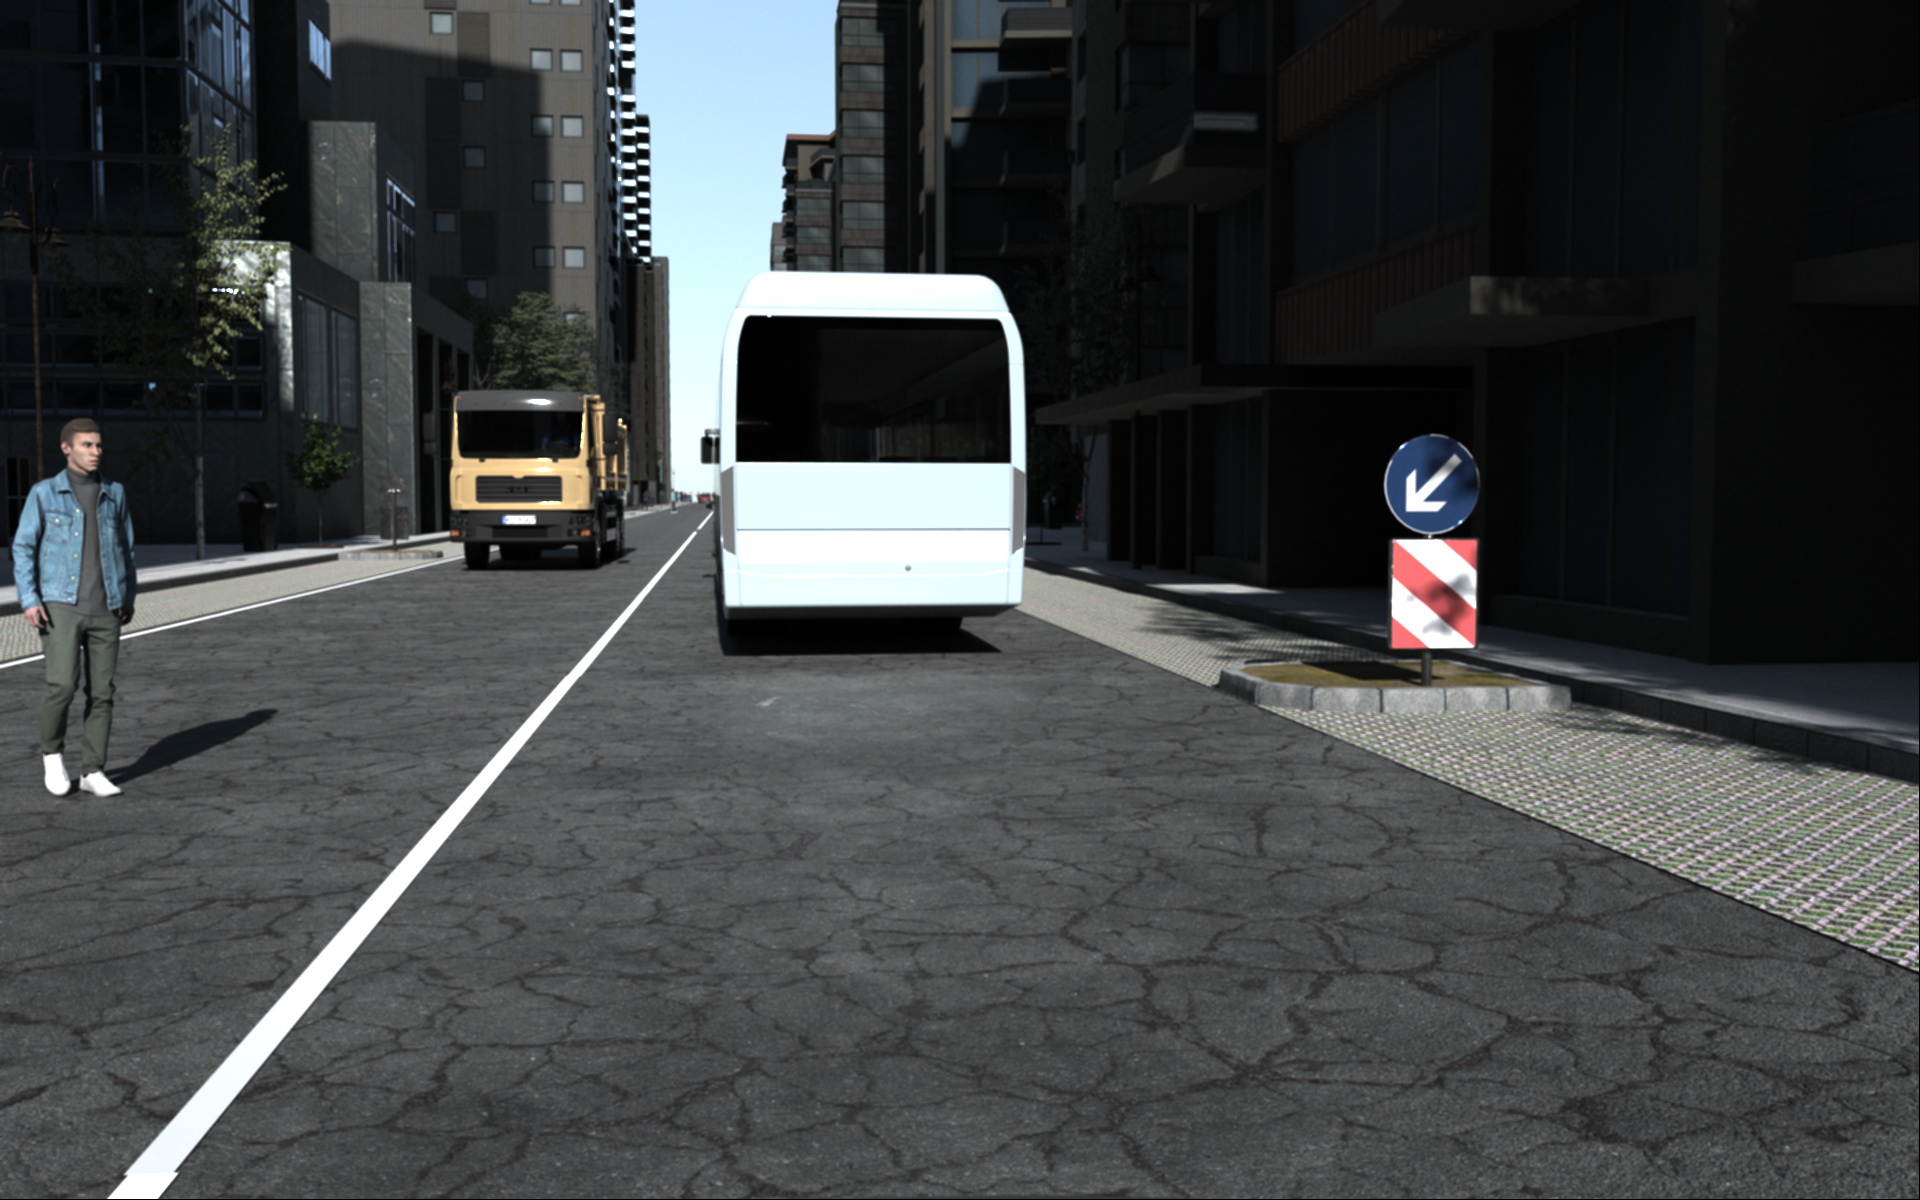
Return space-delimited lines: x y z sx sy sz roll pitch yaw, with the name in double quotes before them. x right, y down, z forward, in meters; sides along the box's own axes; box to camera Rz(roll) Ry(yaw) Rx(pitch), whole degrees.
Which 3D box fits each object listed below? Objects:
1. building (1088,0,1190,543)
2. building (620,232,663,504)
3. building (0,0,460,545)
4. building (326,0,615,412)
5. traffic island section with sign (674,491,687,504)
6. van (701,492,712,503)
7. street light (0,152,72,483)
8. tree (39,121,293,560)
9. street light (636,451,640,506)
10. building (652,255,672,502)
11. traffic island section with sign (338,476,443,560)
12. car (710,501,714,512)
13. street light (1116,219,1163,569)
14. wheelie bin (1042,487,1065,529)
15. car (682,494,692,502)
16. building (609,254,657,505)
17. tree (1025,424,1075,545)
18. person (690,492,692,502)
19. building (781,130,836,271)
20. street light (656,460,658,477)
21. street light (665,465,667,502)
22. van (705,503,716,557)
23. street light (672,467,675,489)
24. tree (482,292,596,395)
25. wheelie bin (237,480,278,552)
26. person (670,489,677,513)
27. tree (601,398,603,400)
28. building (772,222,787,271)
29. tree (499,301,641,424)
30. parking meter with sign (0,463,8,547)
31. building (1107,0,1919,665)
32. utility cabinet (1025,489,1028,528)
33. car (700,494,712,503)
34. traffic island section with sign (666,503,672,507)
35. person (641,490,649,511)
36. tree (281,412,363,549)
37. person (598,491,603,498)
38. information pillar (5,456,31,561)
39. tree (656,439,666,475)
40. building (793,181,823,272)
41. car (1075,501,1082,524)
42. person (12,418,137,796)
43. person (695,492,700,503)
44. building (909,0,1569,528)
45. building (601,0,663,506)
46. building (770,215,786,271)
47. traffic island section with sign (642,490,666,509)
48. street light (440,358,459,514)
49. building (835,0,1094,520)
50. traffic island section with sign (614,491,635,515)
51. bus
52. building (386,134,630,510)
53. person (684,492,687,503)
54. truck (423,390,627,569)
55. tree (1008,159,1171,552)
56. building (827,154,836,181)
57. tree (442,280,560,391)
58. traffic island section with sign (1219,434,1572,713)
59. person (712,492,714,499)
"building" 10.157 -17.067 50.741 14.160 30.474 14.107 0 4 -8
"building" -57.611 -33.399 237.948 32.217 40.220 23.993 0 4 -8
"building" -32.341 -45.117 50.341 31.000 86.520 22.319 0 4 -8
"building" -45.603 -34.661 155.944 28.713 52.752 27.495 0 4 -8
"traffic island section with sign" -41.111 -14.858 251.552 1.989 1.847 2.006 0 4 -8
"van" -41.340 -16.819 282.001 2.013 2.044 4.112 -1 4 -9
"street light" -12.719 -3.125 23.886 0.468 5.910 1.993 0 4 -8
"tree" -15.128 -5.099 33.738 4.737 8.622 4.395 0 3 0
"street light" -33.852 -12.802 182.102 0.468 5.910 1.993 0 4 -8
"building" -55.719 -37.033 289.081 14.154 41.232 14.086 0 4 -8
"traffic island section with sign" -12.566 -1.819 38.372 1.989 1.847 2.006 0 4 -8
"car" -10.562 -4.313 80.110 1.945 1.707 3.694 -1 4 -9
"street light" 3.022 -3.463 29.402 0.468 5.910 1.993 0 4 -8
"wheelie bin" 3.398 -3.371 63.028 0.693 1.594 0.980 -1 4 -18
"car" -46.731 -17.320 295.181 2.014 1.417 4.499 0 4 -8
"building" -44.143 -26.745 208.983 14.160 30.474 14.107 0 4 -8
"tree" 2.183 -3.015 43.900 1.663 3.219 1.824 0 3 0
"person" -46.934 -17.928 301.482 0.599 1.838 0.709 0 4 7
"building" -10.189 -33.928 209.351 22.147 44.769 28.867 0 4 -8
"street light" -40.277 -15.722 229.843 0.468 5.910 1.993 0 4 -8
"street light" -44.904 -17.868 264.936 0.468 5.910 1.993 0 4 -8
"van" -4.983 -2.065 40.776 2.013 2.044 4.112 0 4 -8
"street light" -49.636 -20.027 300.229 0.468 5.910 1.993 0 4 -8
"tree" -23.890 -10.993 97.861 7.486 12.596 7.792 0 3 0
"wheelie bin" -15.766 -1.891 38.828 0.693 1.594 0.980 0 4 8
"person" -21.836 -7.565 132.208 0.620 1.820 0.660 1 4 12
"tree" -27.493 -11.017 130.497 4.360 8.622 3.978 0 3 0
"building" -21.396 -35.416 262.643 14.154 41.232 14.086 0 4 -8
"tree" -25.382 -12.214 110.069 12.009 13.543 11.850 0 3 0
"parking meter with sign" -23.033 -2.793 41.925 1.738 3.016 0.543 -2 4 -30
"building" 14.048 -22.416 21.130 22.147 44.769 28.867 0 4 -8
"utility cabinet" 1.932 -3.438 64.895 1.173 1.500 0.318 1 4 17
"car" -39.748 -15.944 269.719 2.155 1.783 4.494 0 4 -8
"traffic island section with sign" -33.792 -11.514 196.888 1.989 1.847 2.006 0 4 -8
"person" -27.252 -8.623 149.933 0.683 1.767 0.568 -1 4 -17
"tree" -15.349 -2.849 41.184 1.663 3.219 1.824 0 3 0
"person" -10.509 -2.555 50.546 0.520 1.790 0.573 1 4 19
"information pillar" -18.195 -1.774 33.498 0.304 2.012 0.304 1 4 14
"tree" -39.630 -16.564 221.179 4.737 8.622 4.395 0 3 0
"building" -8.628 -23.924 162.853 14.160 30.474 14.107 0 4 -8
"car" 6.881 -3.703 69.584 4.494 1.783 2.155 0 4 -7
"person" -4.176 0.039 8.207 0.444 1.785 0.601 3 5 43
"person" -40.060 -15.621 264.433 0.750 1.759 0.617 -2 4 -35
"building" 10.288 -26.230 83.480 28.867 44.769 22.147 0 4 -8
"building" -56.982 -58.231 264.745 22.319 86.520 31.000 0 4 -8
"building" -21.329 -41.101 295.696 21.300 48.544 21.600 0 4 -8
"traffic island section with sign" -30.183 -9.870 170.007 1.989 1.847 2.006 0 4 -8
"street light" -17.339 -5.275 59.040 0.468 5.910 1.993 0 4 -8
"building" -0.574 -20.345 104.343 14.160 30.474 14.107 0 4 -8
"traffic island section with sign" -23.391 -6.764 119.219 1.989 1.847 2.006 0 4 -8
"bus" -1.667 -1.598 20.979 2.948 3.499 13.247 -1 4 -8
"building" -46.405 -53.308 184.259 22.319 86.520 31.000 0 4 -8
"person" -43.305 -16.124 273.051 0.541 1.710 0.530 0 4 -5
"truck" -8.428 -2.406 35.260 3.469 3.379 9.791 0 4 -7
"tree" 2.772 -5.401 38.665 4.360 8.622 3.978 0 3 0
"building" -1.112 -30.058 183.324 32.217 40.220 23.993 0 4 -8
"tree" -21.004 -8.682 76.356 7.601 10.594 8.767 0 4 -2
"traffic island section with sign" 2.922 -0.220 12.227 1.989 1.847 2.006 0 4 -8
"person" -41.678 -17.395 293.045 1.348 1.807 0.705 1 4 12
